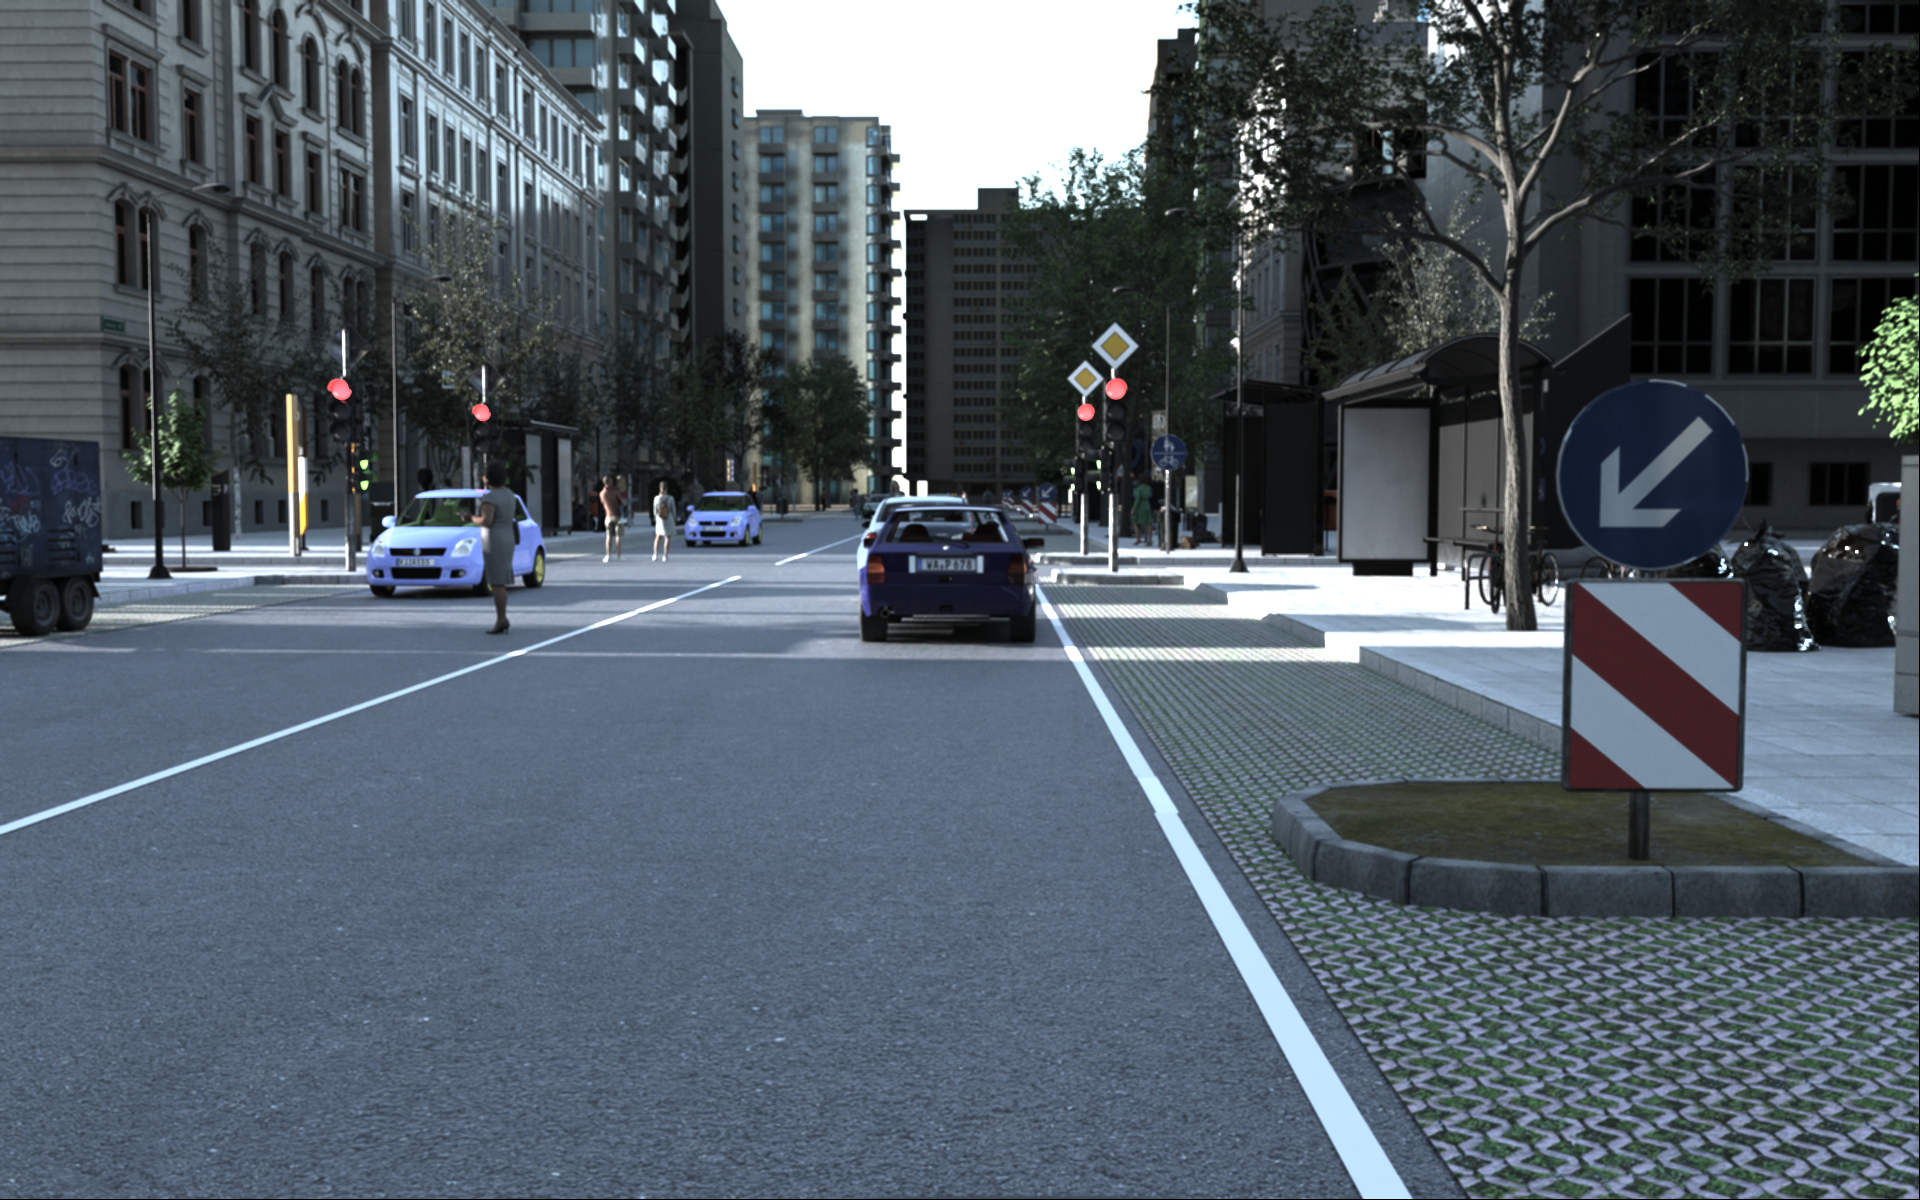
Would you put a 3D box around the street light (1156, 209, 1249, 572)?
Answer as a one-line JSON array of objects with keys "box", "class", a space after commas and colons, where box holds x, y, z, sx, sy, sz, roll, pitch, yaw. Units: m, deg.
[{"box": [4.049, -3.414, 28.355, 1.470, 5.913, 1.316, 0, 4, 1], "class": "street light"}]

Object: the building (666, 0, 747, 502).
[{"box": [-32.413, -33.126, 165.312, 21.600, 48.544, 21.300, 0, 4, 1], "class": "building"}]

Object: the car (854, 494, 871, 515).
[{"box": [-6.362, -6.766, 120.415, 2.009, 1.686, 4.222, 0, 4, 1], "class": "car"}]

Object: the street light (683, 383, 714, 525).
[{"box": [-10.991, -6.128, 72.732, 1.470, 5.913, 1.316, 0, 4, 1], "class": "street light"}]

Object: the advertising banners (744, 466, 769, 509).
[{"box": [-12.997, -6.941, 109.674, 2.074, 3.025, 0.090, 2, 4, 23], "class": "advertising banners"}]

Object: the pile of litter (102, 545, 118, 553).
[{"box": [-19.335, -1.468, 37.962, 1.719, 0.858, 1.176, 1, 4, 23], "class": "pile of litter"}]

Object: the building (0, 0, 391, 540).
[{"box": [-29.756, -16.578, 58.435, 14.401, 28.519, 23.554, 0, 4, 1], "class": "building"}]

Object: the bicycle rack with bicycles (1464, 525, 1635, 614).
[{"box": [6.671, -0.356, 19.206, 2.925, 0.926, 2.852, -3, 5, -44], "class": "bicycle rack with bicycles"}]

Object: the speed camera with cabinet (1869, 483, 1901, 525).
[{"box": [14.748, -1.931, 25.911, 0.660, 3.252, 2.038, -2, 4, -34], "class": "speed camera with cabinet"}]

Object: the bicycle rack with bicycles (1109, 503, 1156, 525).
[{"box": [6.715, -3.500, 70.610, 2.852, 0.926, 2.925, 1, 4, 21], "class": "bicycle rack with bicycles"}]

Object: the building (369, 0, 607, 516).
[{"box": [-29.125, -19.229, 100.300, 13.634, 28.700, 20.117, 0, 4, 1], "class": "building"}]

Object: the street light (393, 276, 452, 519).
[{"box": [-11.500, -3.942, 36.986, 1.470, 5.913, 1.316, 0, 4, 1], "class": "street light"}]

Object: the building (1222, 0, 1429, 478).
[{"box": [23.433, -19.283, 101.181, 13.634, 28.700, 20.117, 0, 4, 1], "class": "building"}]

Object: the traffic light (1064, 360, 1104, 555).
[{"box": [2.607, -2.902, 36.371, 0.839, 4.253, 0.868, 0, 4, 1], "class": "traffic light"}]

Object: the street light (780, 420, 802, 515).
[{"box": [-10.581, -8.314, 108.479, 1.470, 5.913, 1.316, 0, 4, 1], "class": "street light"}]

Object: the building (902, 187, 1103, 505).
[{"box": [4.823, -32.431, 222.134, 23.993, 40.220, 32.217, 0, 4, 1], "class": "building"}]

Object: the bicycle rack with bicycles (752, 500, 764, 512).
[{"box": [-12.757, -5.403, 101.714, 2.852, 0.926, 2.925, 0, 4, -1], "class": "bicycle rack with bicycles"}]

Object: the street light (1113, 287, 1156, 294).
[{"box": [4.143, -4.065, 39.001, 1.470, 5.913, 1.316, 0, 4, 1], "class": "street light"}]

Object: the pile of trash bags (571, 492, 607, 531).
[{"box": [-12.923, -3.140, 61.097, 1.912, 1.369, 3.447, -1, 4, -13], "class": "pile of trash bags"}]

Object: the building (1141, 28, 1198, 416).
[{"box": [25.209, -31.697, 168.354, 14.600, 45.320, 14.200, 0, 4, 1], "class": "building"}]

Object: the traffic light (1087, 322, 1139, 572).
[{"box": [2.511, -2.414, 28.387, 0.839, 4.253, 0.868, 0, 4, 1], "class": "traffic light"}]

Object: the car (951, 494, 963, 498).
[{"box": [-0.435, -10.832, 187.323, 2.015, 1.641, 3.980, 0, 4, 1], "class": "car"}]

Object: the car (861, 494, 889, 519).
[{"box": [-4.718, -5.518, 102.022, 2.131, 1.459, 4.920, 0, 4, 3], "class": "car"}]

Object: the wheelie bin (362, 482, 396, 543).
[{"box": [-15.284, -2.315, 45.762, 0.980, 1.594, 0.693, -1, 4, -15], "class": "wheelie bin"}]

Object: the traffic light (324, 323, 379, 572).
[{"box": [-10.049, -2.422, 28.521, 0.839, 4.253, 0.868, 0, 4, 1], "class": "traffic light"}]

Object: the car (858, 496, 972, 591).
[{"box": [-0.448, -0.778, 24.719, 2.014, 1.417, 4.499, 0, 4, 2], "class": "car"}]

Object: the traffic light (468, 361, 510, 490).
[{"box": [-9.953, -2.910, 36.505, 0.839, 4.253, 0.868, 0, 4, 1], "class": "traffic light"}]

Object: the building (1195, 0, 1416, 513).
[{"box": [23.528, -26.826, 122.192, 14.154, 41.232, 14.086, 0, 4, 1], "class": "building"}]

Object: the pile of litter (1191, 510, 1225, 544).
[{"box": [6.560, -1.946, 45.782, 1.176, 0.858, 1.719, 1, 4, 11], "class": "pile of litter"}]

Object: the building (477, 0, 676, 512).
[{"box": [-33.247, -31.033, 127.002, 23.786, 49.044, 30.456, 0, 4, 1], "class": "building"}]

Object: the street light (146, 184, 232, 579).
[{"box": [-11.603, -3.275, 26.087, 1.470, 5.913, 1.316, 0, 4, 1], "class": "street light"}]

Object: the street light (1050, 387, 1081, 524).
[{"box": [4.593, -6.278, 75.190, 1.470, 5.913, 1.316, 0, 4, 1], "class": "street light"}]

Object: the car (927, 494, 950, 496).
[{"box": [-1.119, -4.895, 91.836, 2.131, 1.459, 4.920, 0, 4, -1], "class": "car"}]

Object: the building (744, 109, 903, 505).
[{"box": [-22.448, -36.607, 218.127, 30.456, 49.044, 23.786, 0, 4, 1], "class": "building"}]

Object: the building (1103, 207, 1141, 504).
[{"box": [29.014, -32.364, 221.033, 23.993, 40.220, 32.217, 0, 4, 1], "class": "building"}]

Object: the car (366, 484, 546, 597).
[{"box": [-7.330, -0.963, 25.338, 1.945, 1.707, 3.694, 0, 4, 2], "class": "car"}]

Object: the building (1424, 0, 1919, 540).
[{"box": [31.066, -14.318, 53.169, 30.058, 24.678, 14.314, 0, 4, 1], "class": "building"}]

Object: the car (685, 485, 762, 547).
[{"box": [-6.572, -2.364, 48.249, 1.945, 1.707, 3.694, 0, 4, 2], "class": "car"}]

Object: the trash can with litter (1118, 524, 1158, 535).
[{"box": [5.837, -2.696, 55.130, 1.678, 1.210, 2.233, 1, 4, 12], "class": "trash can with litter"}]

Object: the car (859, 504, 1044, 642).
[{"box": [-0.081, -0.340, 18.140, 1.945, 1.354, 3.894, 0, 4, 1], "class": "car"}]

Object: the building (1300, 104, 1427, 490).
[{"box": [24.508, -13.135, 82.213, 16.820, 18.784, 16.811, 0, 4, 1], "class": "building"}]

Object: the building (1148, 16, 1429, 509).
[{"box": [28.228, -50.876, 144.501, 22.319, 86.520, 31.000, 0, 4, 1], "class": "building"}]

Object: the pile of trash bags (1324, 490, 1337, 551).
[{"box": [9.559, -1.748, 38.337, 3.447, 1.369, 1.912, 2, 4, 32], "class": "pile of trash bags"}]

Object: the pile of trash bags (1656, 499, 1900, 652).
[{"box": [7.185, -0.289, 14.484, 1.912, 1.369, 3.447, -1, 4, -9], "class": "pile of trash bags"}]
